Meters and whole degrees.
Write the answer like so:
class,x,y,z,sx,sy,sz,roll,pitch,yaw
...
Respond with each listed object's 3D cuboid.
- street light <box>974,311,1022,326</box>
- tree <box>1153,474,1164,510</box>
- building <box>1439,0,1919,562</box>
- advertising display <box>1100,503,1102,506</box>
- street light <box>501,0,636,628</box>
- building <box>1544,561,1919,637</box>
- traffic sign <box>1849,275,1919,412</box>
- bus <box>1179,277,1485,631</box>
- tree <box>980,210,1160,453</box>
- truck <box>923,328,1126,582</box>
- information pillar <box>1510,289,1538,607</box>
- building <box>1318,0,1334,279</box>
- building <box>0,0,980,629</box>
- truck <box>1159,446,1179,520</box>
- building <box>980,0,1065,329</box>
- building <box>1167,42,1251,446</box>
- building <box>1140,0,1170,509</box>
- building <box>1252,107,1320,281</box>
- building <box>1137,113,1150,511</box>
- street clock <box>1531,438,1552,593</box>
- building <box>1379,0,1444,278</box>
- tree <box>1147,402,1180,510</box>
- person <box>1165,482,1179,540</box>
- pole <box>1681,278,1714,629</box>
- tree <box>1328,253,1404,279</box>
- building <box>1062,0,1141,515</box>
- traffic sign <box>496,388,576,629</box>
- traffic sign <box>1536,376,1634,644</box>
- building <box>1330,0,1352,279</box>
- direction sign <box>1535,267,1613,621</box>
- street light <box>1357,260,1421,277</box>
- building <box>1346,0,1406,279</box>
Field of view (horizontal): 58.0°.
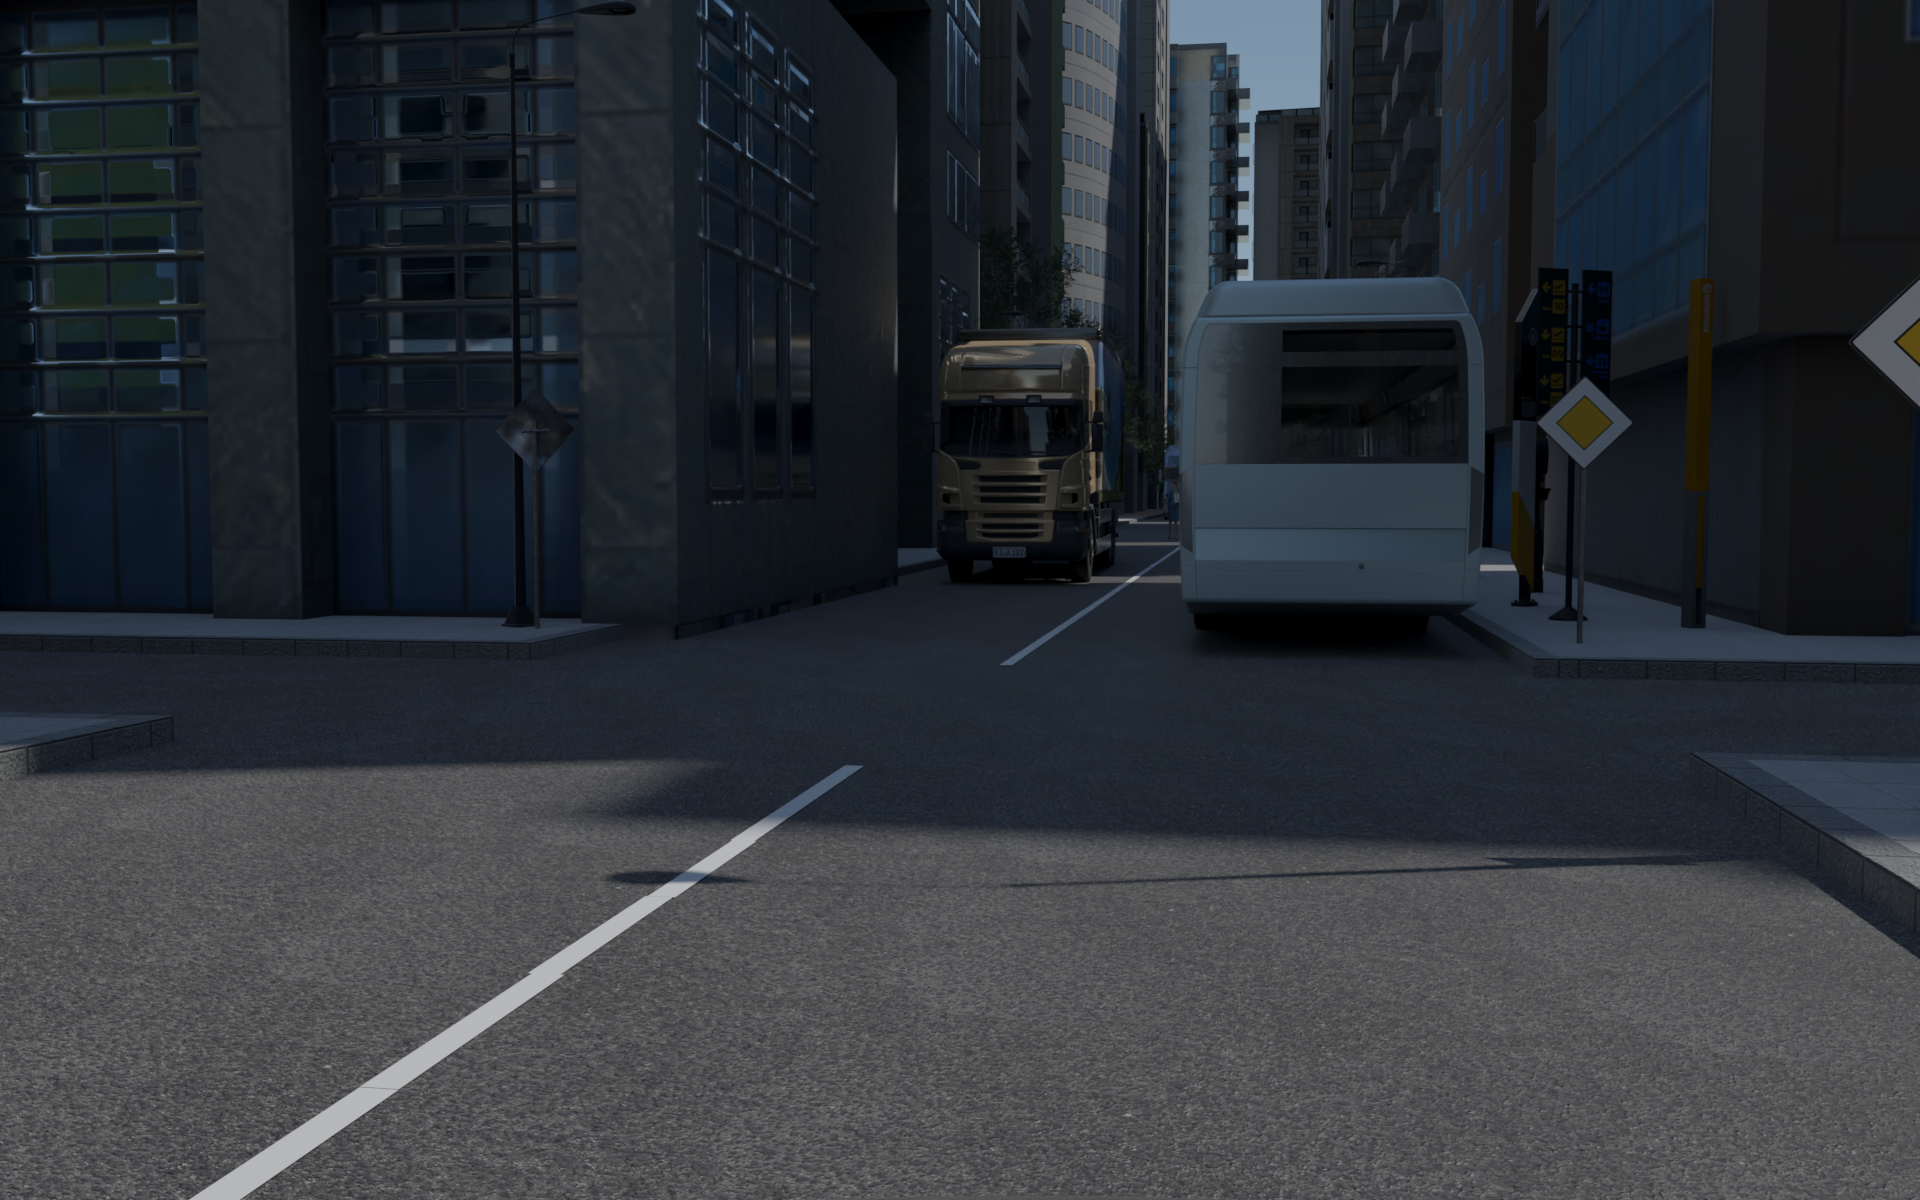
class,x,y,z,sx,sy,sz,roll,pitch,yaw
street light,0.881,-4.380,44.161,1.470,5.913,1.316,1,4,10
tree,16.329,-8.960,141.099,1.663,3.219,1.824,0,3,0
building,19.263,-23.868,40.360,14.600,45.320,14.200,1,4,10
advertising display,6.283,-4.383,76.883,0.123,1.923,0.974,1,4,10
street light,-3.733,-2.691,16.546,1.470,5.913,1.316,1,4,10
building,15.215,-22.601,19.643,14.200,45.320,14.600,1,4,10
traffic sign,3.962,-0.203,6.954,0.795,2.450,0.064,1,4,10
bus,4.184,-1.622,21.382,2.948,3.499,13.247,1,4,9
tree,1.566,-7.542,57.720,7.601,10.594,8.767,-1,4,-13
truck,1.486,-2.613,31.636,2.839,4.237,11.283,1,4,8
information pillar,6.422,-1.733,19.690,0.183,3.616,0.504,3,5,40
building,44.192,-34.019,145.451,28.713,52.752,27.495,1,4,10
building,-11.126,-43.965,31.500,22.319,86.520,31.000,1,4,10
truck,13.442,-6.897,102.517,2.967,4.110,18.799,0,4,8
building,-3.389,-23.739,71.733,14.154,41.232,14.086,1,4,10
building,15.620,-34.659,186.290,30.456,49.044,23.786,1,4,10
building,7.981,-43.860,155.356,20.611,71.187,20.563,1,4,10
building,37.006,-30.215,177.614,14.086,41.232,14.154,1,4,10
building,6.309,-21.716,126.755,14.160,30.474,14.107,1,4,10
street clock,7.494,-1.097,22.511,0.358,2.002,0.471,1,4,13
building,28.912,-27.504,69.303,23.786,49.044,30.456,1,4,10
tree,15.549,-11.416,137.010,4.737,8.622,4.395,0,3,0
person,6.764,-2.826,54.734,0.581,1.822,0.654,0,4,-1
pole,7.032,-1.386,16.510,0.158,3.312,0.155,0,3,0
tree,12.868,-6.287,53.149,4.360,8.622,3.978,0,3,0
building,-0.508,-34.458,105.384,21.231,58.520,28.212,1,4,10
traffic sign,-4.030,-0.784,16.454,0.795,2.450,0.064,1,4,10
traffic sign,5.322,-0.684,14.823,0.795,2.450,0.064,1,4,10
building,36.214,-35.254,118.395,21.231,58.520,28.212,1,4,10
direction sign,6.197,-1.562,17.540,0.876,3.537,0.379,-1,4,-19
street light,8.564,-3.785,34.432,1.470,5.913,1.316,1,4,10
building,29.120,-19.998,98.669,14.160,30.474,14.107,1,4,10
